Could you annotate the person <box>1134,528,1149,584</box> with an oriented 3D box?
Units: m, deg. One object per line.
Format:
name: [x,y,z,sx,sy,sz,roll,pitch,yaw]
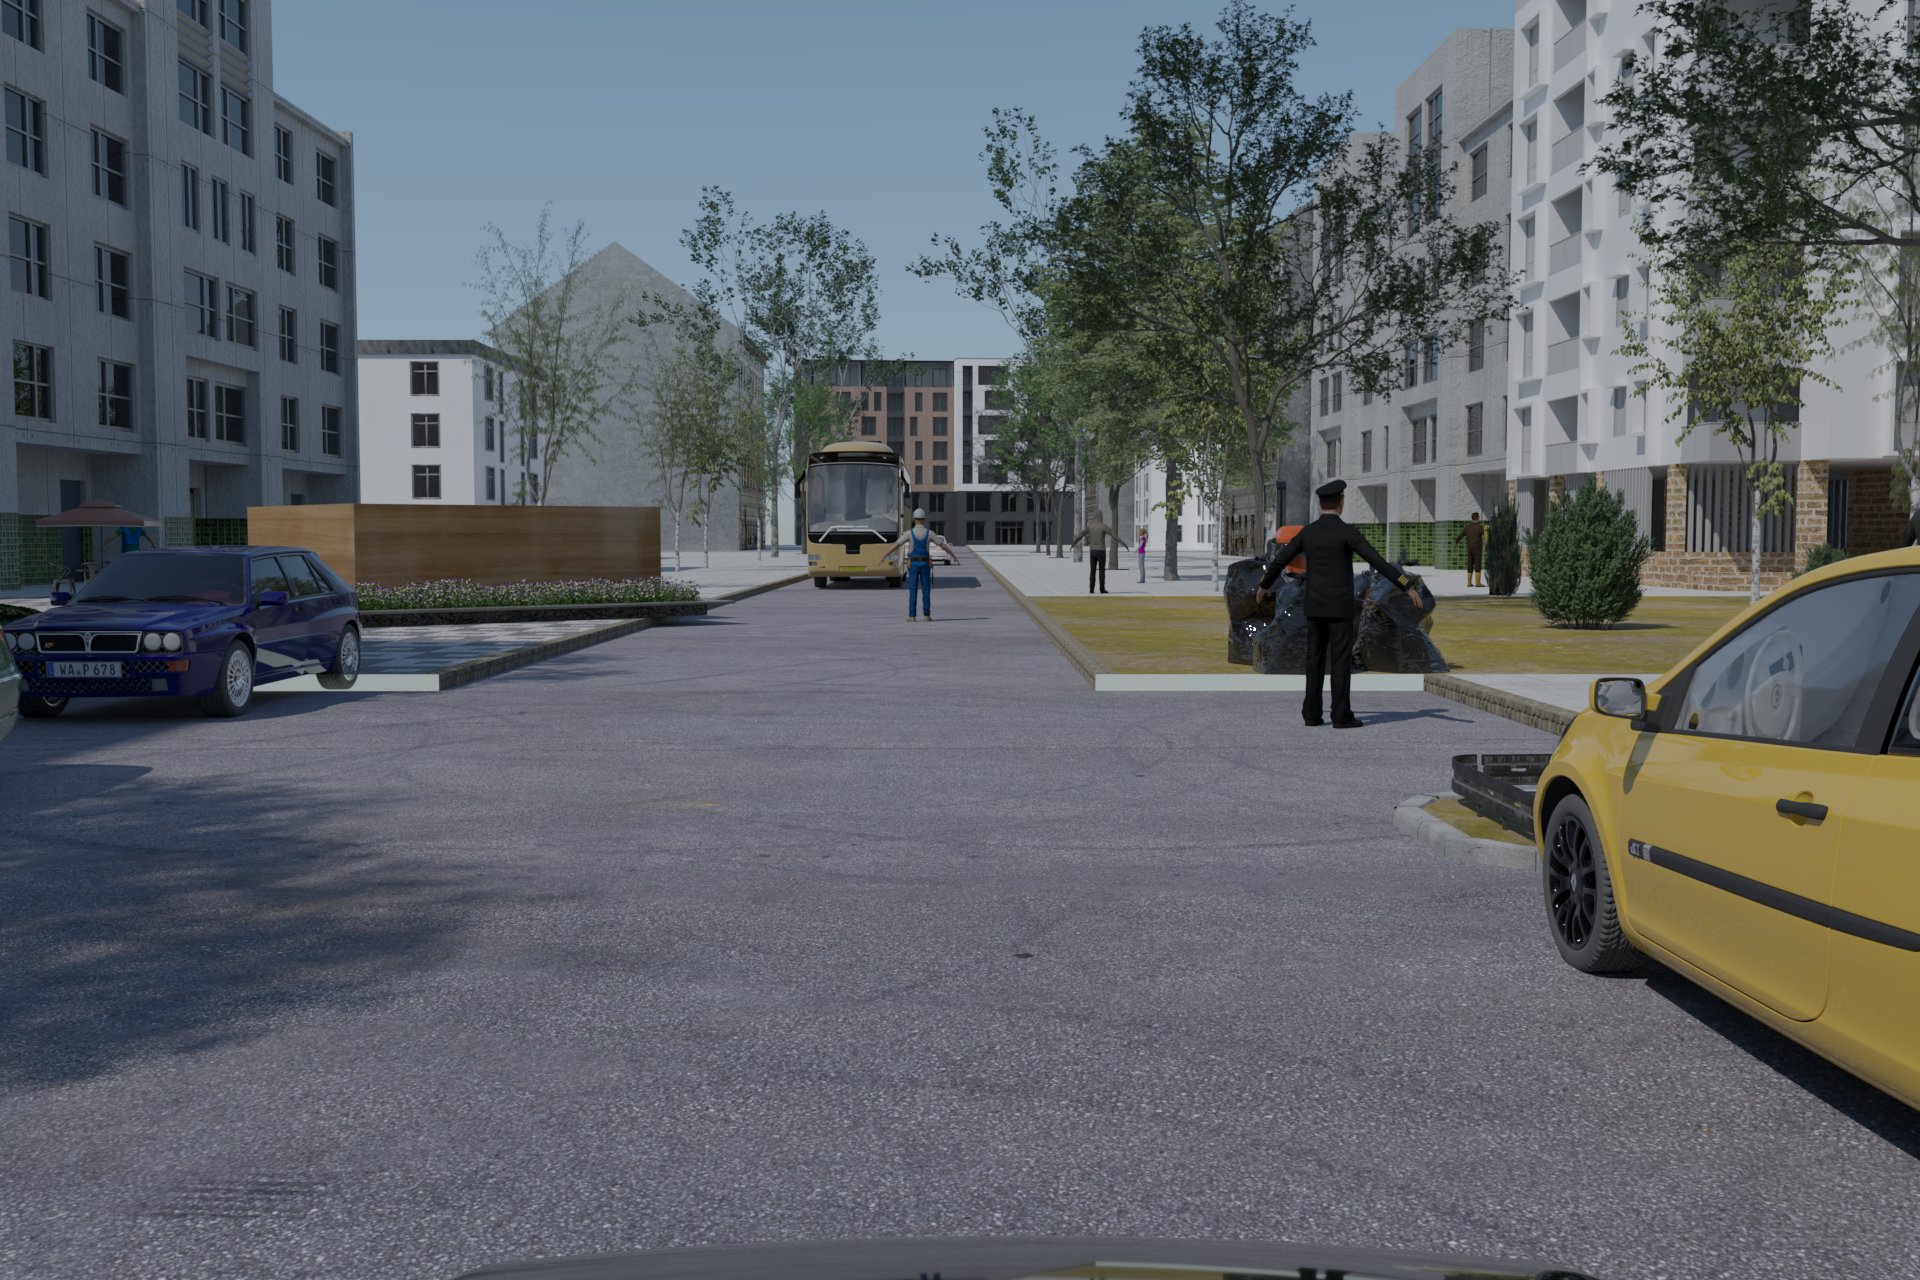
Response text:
person: [4.671,-2.187,45.028,0.599,1.433,0.991,1,4,17]

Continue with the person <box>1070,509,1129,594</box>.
person: [2.976,-1.905,37.279,1.348,1.813,0.705,1,4,23]

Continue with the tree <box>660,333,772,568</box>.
tree: [-9.343,-6.993,64.693,4.737,8.622,4.395,0,3,0]

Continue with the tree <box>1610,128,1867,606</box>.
tree: [13.927,-4.905,30.552,4.737,8.622,4.395,0,3,0]

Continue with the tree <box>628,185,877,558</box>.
tree: [-11.272,-14.636,95.192,12.611,20.169,13.585,0,3,0]

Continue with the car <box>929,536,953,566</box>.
car: [-1.372,-4.152,80.242,2.083,1.381,4.827,0,4,-1]

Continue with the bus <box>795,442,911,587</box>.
bus: [-2.776,-3.561,49.775,2.896,3.916,12.252,0,4,-1]

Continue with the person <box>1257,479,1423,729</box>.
person: [2.764,-0.274,12.870,1.347,1.837,0.705,3,5,40]

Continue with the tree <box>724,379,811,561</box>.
tree: [-9.899,-8.123,83.169,4.360,8.622,3.978,0,3,0]

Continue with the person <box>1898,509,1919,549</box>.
person: [8.423,-0.538,14.869,0.705,1.821,1.348,0,4,-5]

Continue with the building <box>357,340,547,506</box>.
building: [-25.703,-8.978,88.933,9.099,9.664,28.070,0,4,-1]

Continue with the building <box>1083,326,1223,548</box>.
building: [22.249,-20.877,172.275,19.493,23.208,18.063,0,3,0]

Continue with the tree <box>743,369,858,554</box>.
tree: [-9.974,-11.239,109.509,9.928,11.665,9.643,0,3,0]

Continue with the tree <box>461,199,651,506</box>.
tree: [-9.641,-5.411,38.830,4.360,8.622,3.978,0,3,0]

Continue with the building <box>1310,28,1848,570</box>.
building: [25.662,-12.409,69.346,16.747,18.905,31.486,0,3,0]

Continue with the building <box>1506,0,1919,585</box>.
building: [21.828,-11.892,50.847,16.016,20.090,11.380,0,4,0]

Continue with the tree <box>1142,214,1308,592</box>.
tree: [5.773,-5.399,38.643,4.737,8.622,4.395,0,3,0]

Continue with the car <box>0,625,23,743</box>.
car: [-6.205,0.245,7.790,2.131,1.459,4.920,0,4,0]

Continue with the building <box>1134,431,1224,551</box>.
building: [20.590,-12.511,146.696,9.099,9.664,28.070,0,3,0]

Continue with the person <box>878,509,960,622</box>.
person: [-0.664,-1.226,28.365,1.347,1.847,0.705,0,4,-6]

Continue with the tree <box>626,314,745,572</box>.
tree: [-9.709,-6.616,58.538,4.360,8.622,3.978,0,3,0]

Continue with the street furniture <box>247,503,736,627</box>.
street furniture: [-8.813,-1.220,26.793,9.812,1.723,11.010,-3,5,-40]

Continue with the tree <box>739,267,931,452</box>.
tree: [-8.596,-16.252,121.601,12.611,20.169,13.585,0,3,0]

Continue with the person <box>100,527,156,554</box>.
person: [-19.389,-2.100,40.457,0.704,1.817,1.347,2,4,35]

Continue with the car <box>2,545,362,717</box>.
car: [-6.506,-0.134,14.770,1.945,1.354,3.894,0,3,0]

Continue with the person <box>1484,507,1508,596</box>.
person: [11.269,-1.864,36.240,0.705,1.858,1.354,-1,4,-9]

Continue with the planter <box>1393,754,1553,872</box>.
planter: [3.135,0.793,8.169,1.991,0.319,1.994,0,4,-1]

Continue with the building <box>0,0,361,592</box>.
building: [-29.845,-10.992,46.177,16.747,18.905,31.486,0,4,0]

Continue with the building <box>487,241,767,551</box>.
building: [-25.968,-18.874,139.515,19.493,23.208,18.063,0,4,-1]

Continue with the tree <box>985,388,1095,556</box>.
tree: [4.954,-10.303,102.874,7.601,10.594,8.767,-2,4,-24]

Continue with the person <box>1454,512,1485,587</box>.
person: [12.466,-2.186,41.871,0.704,1.812,1.346,-3,4,-38]

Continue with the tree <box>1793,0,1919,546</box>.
tree: [12.817,-4.476,23.549,4.360,8.622,3.978,0,3,0]

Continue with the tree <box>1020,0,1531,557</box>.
tree: [5.156,-5.790,29.084,8.767,10.594,7.601,0,4,5]

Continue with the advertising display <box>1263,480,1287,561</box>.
advertising display: [3.847,-0.979,21.227,0.123,1.923,0.974,0,4,1]

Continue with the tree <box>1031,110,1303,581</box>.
tree: [5.392,-7.903,47.345,7.486,12.596,7.792,0,3,0]

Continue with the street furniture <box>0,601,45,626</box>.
street furniture: [-12.305,-0.093,17.144,5.734,0.657,10.072,-1,4,-13]

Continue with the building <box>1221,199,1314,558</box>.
building: [25.069,-16.135,94.732,19.493,23.208,18.063,0,4,0]

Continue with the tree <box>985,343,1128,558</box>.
tree: [5.226,-10.161,91.889,9.928,11.665,9.643,0,3,0]

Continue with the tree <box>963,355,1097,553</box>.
tree: [5.251,-12.660,117.364,12.009,13.543,11.850,0,3,0]

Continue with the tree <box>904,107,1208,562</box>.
tree: [4.005,-13.619,78.552,12.611,20.169,13.585,0,3,0]

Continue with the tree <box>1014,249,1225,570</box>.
tree: [5.525,-8.289,61.282,9.928,11.665,9.643,0,3,0]

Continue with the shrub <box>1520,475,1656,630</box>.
shrub: [8.472,-1.185,23.408,1.661,2.075,1.752,0,3,0]

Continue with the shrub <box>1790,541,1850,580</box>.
shrub: [11.388,-0.715,22.808,1.383,1.207,1.383,0,3,0]

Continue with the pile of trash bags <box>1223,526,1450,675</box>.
pile of trash bags: [3.581,-0.464,17.339,1.912,1.369,3.447,0,4,-1]

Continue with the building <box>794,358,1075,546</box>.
building: [-3.965,-22.414,212.907,32.646,21.610,27.936,0,4,-6]

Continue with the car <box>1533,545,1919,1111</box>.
car: [2.855,0.349,4.520,2.015,1.641,3.980,0,4,0]

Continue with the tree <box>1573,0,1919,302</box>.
tree: [8.672,-4.878,14.174,7.601,10.594,8.767,2,4,27]
